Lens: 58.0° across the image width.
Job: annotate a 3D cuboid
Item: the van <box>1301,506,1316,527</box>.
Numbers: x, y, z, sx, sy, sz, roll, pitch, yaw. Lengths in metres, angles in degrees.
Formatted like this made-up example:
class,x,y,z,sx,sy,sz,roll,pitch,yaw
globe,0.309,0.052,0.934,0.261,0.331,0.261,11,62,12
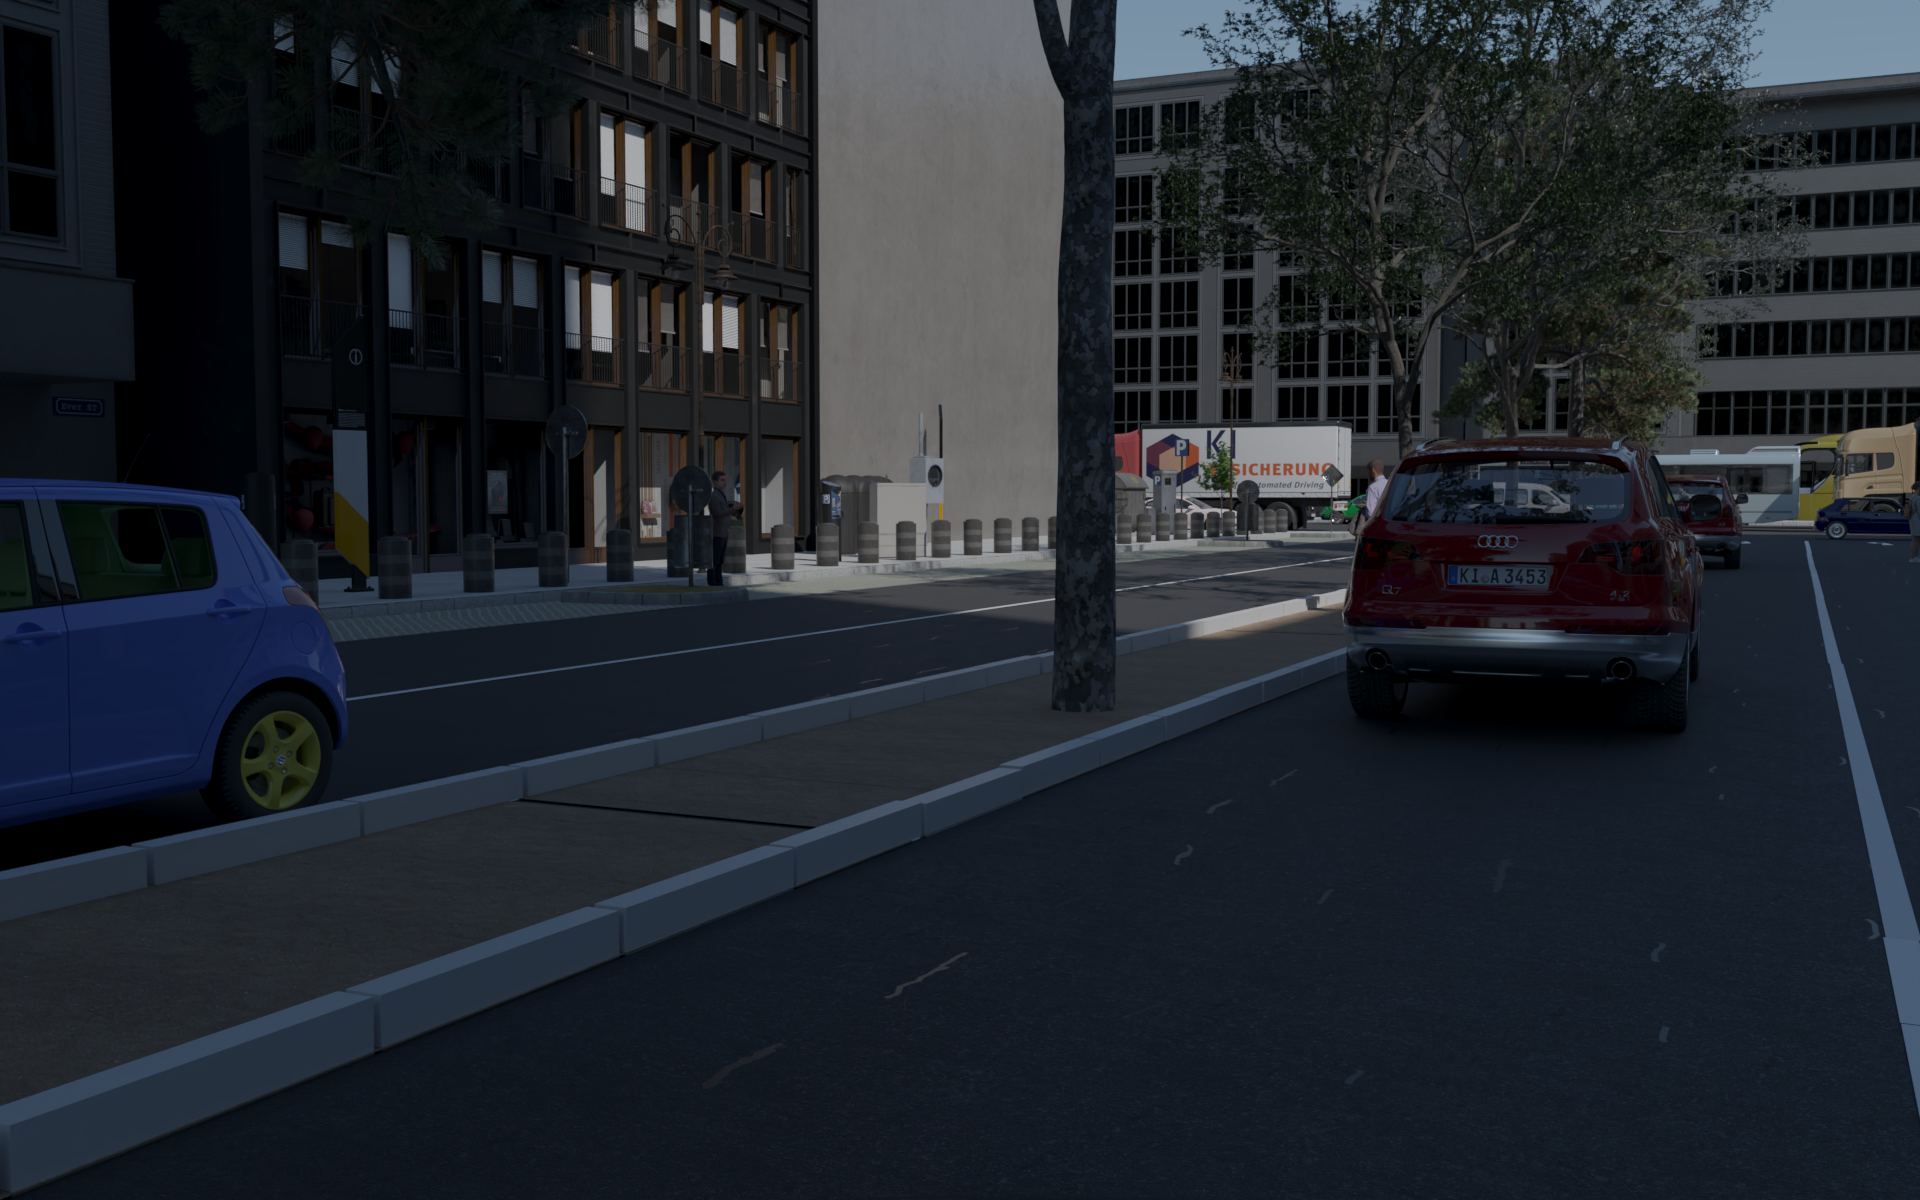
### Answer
class,x,y,z,sx,sy,sz,roll,pitch,yaw
van,12.929,-4.374,75.897,5.245,2.365,2.240,2,4,27

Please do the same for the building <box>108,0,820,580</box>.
class,x,y,z,sx,sy,sz,roll,pitch,yaw
building,-12.103,-12.483,33.779,12.332,23.373,15.834,2,4,26

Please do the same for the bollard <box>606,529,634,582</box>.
class,x,y,z,sx,sy,sz,roll,pitch,yaw
bollard,-4.984,-0.653,25.388,0.404,0.777,0.398,0,3,0

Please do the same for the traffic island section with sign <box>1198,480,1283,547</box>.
class,x,y,z,sx,sy,sz,roll,pitch,yaw
traffic island section with sign,7.775,-2.376,47.469,1.989,1.847,2.006,2,4,26

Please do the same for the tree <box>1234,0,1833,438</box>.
class,x,y,z,sx,sy,sz,roll,pitch,yaw
tree,10.104,-7.253,31.412,12.009,13.543,11.850,0,3,0

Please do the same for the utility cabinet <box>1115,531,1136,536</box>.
class,x,y,z,sx,sy,sz,roll,pitch,yaw
utility cabinet,4.904,-2.690,52.667,0.318,1.500,1.173,-3,4,-38

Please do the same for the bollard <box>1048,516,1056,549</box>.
class,x,y,z,sx,sy,sz,roll,pitch,yaw
bollard,2.243,-1.570,40.380,0.404,0.777,0.398,0,3,0

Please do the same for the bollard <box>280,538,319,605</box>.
class,x,y,z,sx,sy,sz,roll,pitch,yaw
bollard,-7.603,-0.320,19.944,0.404,0.777,0.398,0,3,0

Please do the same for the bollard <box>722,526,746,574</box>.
class,x,y,z,sx,sy,sz,roll,pitch,yaw
bollard,-3.674,-0.819,28.114,0.404,0.777,0.398,0,3,0

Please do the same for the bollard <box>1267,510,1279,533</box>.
class,x,y,z,sx,sy,sz,roll,pitch,yaw
bollard,10.131,-2.570,56.738,0.404,0.777,0.398,0,3,0

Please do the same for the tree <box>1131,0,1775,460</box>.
class,x,y,z,sx,sy,sz,roll,pitch,yaw
tree,6.002,-5.237,22.500,8.767,10.594,7.601,2,4,26

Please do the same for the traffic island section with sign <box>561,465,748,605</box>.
class,x,y,z,sx,sy,sz,roll,pitch,yaw
traffic island section with sign,-3.929,-0.890,23.177,1.989,1.847,2.006,2,4,26

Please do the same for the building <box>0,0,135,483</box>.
class,x,y,z,sx,sy,sz,roll,pitch,yaw
building,-22.141,-13.589,15.680,14.314,27.812,24.014,2,4,26

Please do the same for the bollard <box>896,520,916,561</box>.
class,x,y,z,sx,sy,sz,roll,pitch,yaw
bollard,-1.045,-1.152,33.556,0.404,0.777,0.398,0,3,0

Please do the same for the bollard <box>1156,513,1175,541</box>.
class,x,y,z,sx,sy,sz,roll,pitch,yaw
bollard,5.520,-1.986,47.182,0.404,0.777,0.398,0,3,0

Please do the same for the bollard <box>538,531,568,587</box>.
class,x,y,z,sx,sy,sz,roll,pitch,yaw
bollard,-5.647,-0.569,24.021,0.404,0.777,0.398,0,3,0

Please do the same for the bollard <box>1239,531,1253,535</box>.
class,x,y,z,sx,sy,sz,roll,pitch,yaw
bollard,8.818,-2.404,54.024,0.404,0.777,0.398,0,3,0

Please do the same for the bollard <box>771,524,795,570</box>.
class,x,y,z,sx,sy,sz,roll,pitch,yaw
bollard,-3.018,-0.902,29.471,0.404,0.777,0.398,0,3,0

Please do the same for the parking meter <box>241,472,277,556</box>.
class,x,y,z,sx,sy,sz,roll,pitch,yaw
parking meter,-8.312,-0.743,20.552,0.372,1.533,0.369,0,3,0

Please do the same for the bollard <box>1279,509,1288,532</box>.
class,x,y,z,sx,sy,sz,roll,pitch,yaw
bollard,10.782,-2.653,58.098,0.404,0.777,0.398,0,3,0

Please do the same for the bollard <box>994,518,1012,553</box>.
class,x,y,z,sx,sy,sz,roll,pitch,yaw
bollard,0.930,-1.403,37.649,0.404,0.777,0.398,0,3,0

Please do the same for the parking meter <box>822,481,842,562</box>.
class,x,y,z,sx,sy,sz,roll,pitch,yaw
parking meter,-2.434,-1.495,32.860,0.372,1.533,0.369,0,3,0

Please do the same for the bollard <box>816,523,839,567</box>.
class,x,y,z,sx,sy,sz,roll,pitch,yaw
bollard,-2.360,-0.985,30.827,0.404,0.777,0.398,0,3,0

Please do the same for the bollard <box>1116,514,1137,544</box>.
class,x,y,z,sx,sy,sz,roll,pitch,yaw
bollard,4.210,-1.819,44.455,0.404,0.777,0.398,0,3,0

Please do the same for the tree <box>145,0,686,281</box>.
class,x,y,z,sx,sy,sz,roll,pitch,yaw
tree,-3.271,-4.813,3.204,6.751,12.117,7.091,0,3,0

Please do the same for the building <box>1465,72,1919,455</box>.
class,x,y,z,sx,sy,sz,roll,pitch,yaw
building,42.280,-16.492,88.716,30.058,24.678,14.314,2,4,26

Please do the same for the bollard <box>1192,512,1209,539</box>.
class,x,y,z,sx,sy,sz,roll,pitch,yaw
bollard,6.837,-2.153,49.912,0.404,0.777,0.398,0,3,0

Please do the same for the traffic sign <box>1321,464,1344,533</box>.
class,x,y,z,sx,sy,sz,roll,pitch,yaw
traffic sign,12.384,-3.306,57.700,0.795,2.450,0.064,2,4,26

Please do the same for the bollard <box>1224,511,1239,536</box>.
class,x,y,z,sx,sy,sz,roll,pitch,yaw
bollard,8.167,-2.321,52.664,0.404,0.777,0.398,0,3,0

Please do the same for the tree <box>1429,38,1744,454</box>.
class,x,y,z,sx,sy,sz,roll,pitch,yaw
tree,14.435,-7.083,40.324,6.751,12.117,7.091,0,3,0

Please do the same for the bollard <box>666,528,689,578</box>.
class,x,y,z,sx,sy,sz,roll,pitch,yaw
bollard,-4.330,-0.736,26.749,0.404,0.777,0.398,0,3,0

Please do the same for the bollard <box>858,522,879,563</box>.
class,x,y,z,sx,sy,sz,roll,pitch,yaw
bollard,-1.703,-1.068,32.187,0.404,0.777,0.398,0,3,0

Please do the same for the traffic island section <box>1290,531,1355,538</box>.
class,x,y,z,sx,sy,sz,roll,pitch,yaw
traffic island section,12.359,-2.171,57.773,2.009,0.180,2.903,2,4,26

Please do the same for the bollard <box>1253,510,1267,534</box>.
class,x,y,z,sx,sy,sz,roll,pitch,yaw
bollard,9.477,-2.487,55.380,0.404,0.777,0.398,0,3,0

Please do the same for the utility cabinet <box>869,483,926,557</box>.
class,x,y,z,sx,sy,sz,roll,pitch,yaw
utility cabinet,-1.254,-1.604,34.912,1.173,1.500,0.318,-2,4,-35

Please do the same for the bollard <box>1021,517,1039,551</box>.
class,x,y,z,sx,sy,sz,roll,pitch,yaw
bollard,1.584,-1.486,39.007,0.404,0.777,0.398,0,3,0

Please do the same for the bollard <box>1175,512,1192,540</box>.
class,x,y,z,sx,sy,sz,roll,pitch,yaw
bollard,6.182,-2.069,48.548,0.404,0.777,0.398,0,3,0

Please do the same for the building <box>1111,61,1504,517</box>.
class,x,y,z,sx,sy,sz,roll,pitch,yaw
building,18.276,-18.811,101.064,24.014,27.812,14.314,2,4,26

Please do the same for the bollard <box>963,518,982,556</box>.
class,x,y,z,sx,sy,sz,roll,pitch,yaw
bollard,0.272,-1.319,36.287,0.404,0.777,0.398,0,3,0

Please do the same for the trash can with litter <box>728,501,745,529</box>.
class,x,y,z,sx,sy,sz,roll,pitch,yaw
trash can with litter,-4.052,-1.126,29.803,0.624,1.170,1.055,-1,4,-17

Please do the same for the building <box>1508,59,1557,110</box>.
class,x,y,z,sx,sy,sz,roll,pitch,yaw
building,55.682,-35.217,195.404,30.456,49.044,23.786,2,4,26

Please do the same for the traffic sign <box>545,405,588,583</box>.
class,x,y,z,sx,sy,sz,roll,pitch,yaw
traffic sign,-5.664,-1.514,24.860,0.768,2.556,0.104,2,4,28

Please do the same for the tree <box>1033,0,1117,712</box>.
class,x,y,z,sx,sy,sz,roll,pitch,yaw
tree,0.097,-9.408,12.174,12.611,20.169,13.585,0,3,0

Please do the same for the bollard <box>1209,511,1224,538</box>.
class,x,y,z,sx,sy,sz,roll,pitch,yaw
bollard,7.504,-2.237,51.297,0.404,0.777,0.398,0,3,0

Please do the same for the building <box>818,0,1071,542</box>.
class,x,y,z,sx,sy,sz,roll,pitch,yaw
building,-14.924,-15.326,55.102,34.151,26.468,19.350,2,4,26

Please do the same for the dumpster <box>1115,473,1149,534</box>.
class,x,y,z,sx,sy,sz,roll,pitch,yaw
dumpster,4.220,-2.512,46.832,1.264,1.857,1.865,2,4,25

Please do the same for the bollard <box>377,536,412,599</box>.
class,x,y,z,sx,sy,sz,roll,pitch,yaw
bollard,-6.951,-0.403,21.303,0.404,0.777,0.398,0,3,0

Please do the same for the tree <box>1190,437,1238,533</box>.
class,x,y,z,sx,sy,sz,roll,pitch,yaw
tree,8.702,-3.826,57.157,1.663,3.219,1.824,0,3,0

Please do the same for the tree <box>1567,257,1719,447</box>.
class,x,y,z,sx,sy,sz,roll,pitch,yaw
tree,19.895,-5.974,50.490,4.360,8.622,3.978,0,3,0

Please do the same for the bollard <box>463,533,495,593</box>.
class,x,y,z,sx,sy,sz,roll,pitch,yaw
bollard,-6.298,-0.486,22.661,0.404,0.777,0.398,0,3,0

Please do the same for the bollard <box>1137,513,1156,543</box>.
class,x,y,z,sx,sy,sz,roll,pitch,yaw
bollard,4.864,-1.902,45.817,0.404,0.777,0.398,0,3,0

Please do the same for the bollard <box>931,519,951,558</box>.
class,x,y,z,sx,sy,sz,roll,pitch,yaw
bollard,-0.381,-1.236,34.928,0.404,0.777,0.398,0,3,0
